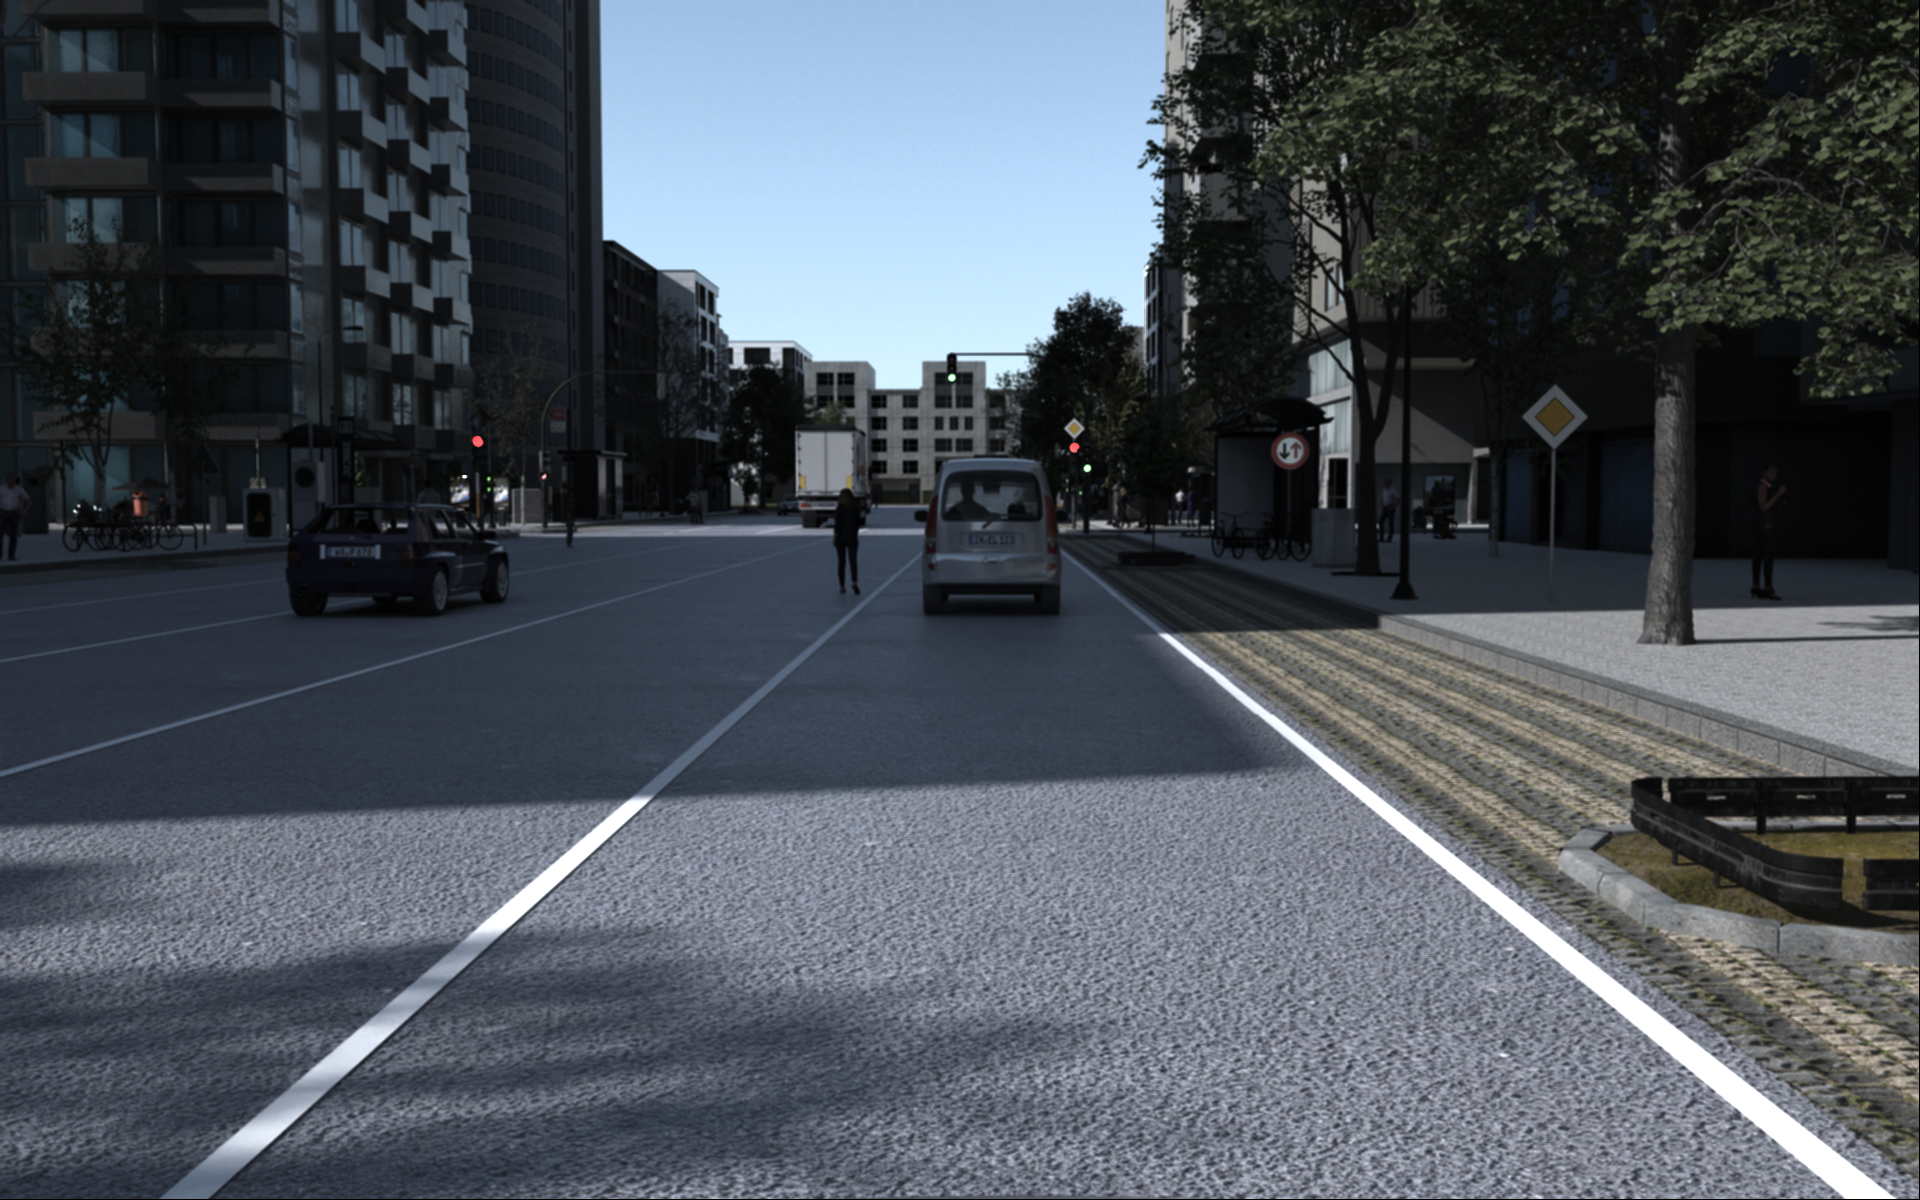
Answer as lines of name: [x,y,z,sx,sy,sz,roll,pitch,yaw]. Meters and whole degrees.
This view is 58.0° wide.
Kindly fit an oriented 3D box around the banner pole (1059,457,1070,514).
banner pole: [6.906,-7.601,114.293,0.863,3.779,0.401,-1,4,-9]

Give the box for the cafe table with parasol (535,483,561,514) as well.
cafe table with parasol: [-26.474,-6.486,110.916,2.610,1.966,2.610,3,5,39]

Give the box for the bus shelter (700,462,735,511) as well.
bus shelter: [-18.182,-8.481,129.951,1.731,3.624,6.357,0,4,1]

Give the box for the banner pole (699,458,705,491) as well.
banner pole: [-18.083,-8.042,121.504,0.401,3.779,0.863,1,4,20]

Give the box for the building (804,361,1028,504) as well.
building: [-4.870,-22.778,238.884,31.486,18.905,16.747,0,4,1]

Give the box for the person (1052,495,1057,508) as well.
person: [8.239,-8.890,152.121,0.721,1.736,1.217,-1,4,-18]

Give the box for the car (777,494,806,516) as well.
car: [-11.090,-6.362,115.812,2.131,1.459,4.920,0,4,1]

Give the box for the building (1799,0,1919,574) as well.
building: [21.190,-20.907,25.432,14.154,41.232,14.086,0,4,1]

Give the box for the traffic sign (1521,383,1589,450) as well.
traffic sign: [7.085,-1.278,20.625,0.795,2.593,0.064,0,4,3]

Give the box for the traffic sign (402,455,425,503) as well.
traffic sign: [-17.925,-3.466,56.768,0.768,2.556,0.104,0,4,3]

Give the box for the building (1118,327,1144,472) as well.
building: [25.321,-19.864,191.233,16.747,18.905,31.486,0,4,1]

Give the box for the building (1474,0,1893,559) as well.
building: [21.002,-23.818,39.543,14.600,45.320,14.200,0,4,1]

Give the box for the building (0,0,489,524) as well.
building: [-38.009,-28.530,86.072,23.786,49.044,30.456,0,4,1]

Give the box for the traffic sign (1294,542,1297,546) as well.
traffic sign: [8.267,-2.607,42.629,0.884,2.594,0.081,1,4,10]

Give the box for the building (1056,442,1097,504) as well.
building: [25.291,-17.942,235.498,28.070,9.664,9.099,0,4,1]

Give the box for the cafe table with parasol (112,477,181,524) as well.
cafe table with parasol: [-33.068,-4.012,70.466,2.610,1.966,2.610,0,4,4]

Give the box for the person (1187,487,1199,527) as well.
person: [9.013,-3.577,66.897,0.546,1.535,0.453,-3,5,-41]

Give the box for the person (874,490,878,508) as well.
person: [-8.550,-10.254,176.177,0.705,1.821,1.348,0,4,-7]

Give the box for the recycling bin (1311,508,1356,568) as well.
recycling bin: [6.580,-1.101,30.558,0.722,1.027,0.722,1,4,9]

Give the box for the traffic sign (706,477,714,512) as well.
traffic sign: [-18.153,-7.735,126.580,0.768,2.556,0.104,0,4,3]

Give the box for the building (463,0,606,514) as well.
building: [-39.164,-35.576,123.666,21.231,58.520,28.212,0,4,1]

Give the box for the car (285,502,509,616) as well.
car: [-6.914,-0.556,21.675,1.945,1.354,3.894,0,4,2]

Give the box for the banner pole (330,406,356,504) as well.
banner pole: [-17.564,-3.619,49.191,0.863,3.779,0.401,0,4,1]

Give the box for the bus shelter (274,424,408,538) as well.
bus shelter: [-18.651,-3.588,52.591,2.014,3.302,5.546,0,4,1]

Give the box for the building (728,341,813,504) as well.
building: [-38.138,-24.552,245.401,32.646,21.610,27.936,0,4,1]

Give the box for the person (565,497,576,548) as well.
person: [-10.391,-2.070,46.256,0.340,1.345,0.435,-2,4,-34]

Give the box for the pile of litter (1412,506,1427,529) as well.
pile of litter: [16.713,-3.068,64.132,1.176,0.858,1.719,3,5,40]

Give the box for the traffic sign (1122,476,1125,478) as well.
traffic sign: [8.622,-5.419,90.731,0.606,2.300,0.079,0,4,3]

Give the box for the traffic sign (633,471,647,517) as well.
traffic sign: [-17.588,-5.812,95.140,0.768,2.556,0.104,0,4,2]

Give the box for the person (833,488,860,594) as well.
person: [-1.598,-0.853,24.993,0.480,1.512,0.613,-3,5,-40]

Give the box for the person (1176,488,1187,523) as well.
person: [9.699,-4.166,76.370,0.614,1.554,0.590,3,5,41]

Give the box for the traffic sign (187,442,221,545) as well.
traffic sign: [-18.959,-2.655,43.417,0.884,2.594,0.081,0,4,5]

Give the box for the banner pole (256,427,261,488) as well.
banner pole: [-26.344,-4.588,65.037,0.401,3.779,0.863,-2,4,-29]

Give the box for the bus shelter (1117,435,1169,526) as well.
bus shelter: [7.585,-4.926,71.826,1.731,3.624,6.357,0,4,1]

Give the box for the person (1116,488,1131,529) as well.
person: [6.063,-3.389,63.991,0.480,1.512,0.613,2,4,33]

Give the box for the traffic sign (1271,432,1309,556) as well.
traffic sign: [6.775,-2.171,35.598,0.768,2.556,0.104,1,4,9]

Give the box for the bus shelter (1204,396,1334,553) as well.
bus shelter: [6.782,-2.734,38.623,2.014,3.302,5.546,0,4,1]

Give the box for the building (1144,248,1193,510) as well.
building: [30.573,-19.256,158.812,27.936,21.610,32.646,0,4,1]

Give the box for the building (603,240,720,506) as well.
building: [-38.080,-19.095,156.185,27.936,21.610,32.646,0,4,1]

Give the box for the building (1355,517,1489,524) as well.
building: [29.300,-30.265,84.066,27.495,52.752,28.713,0,4,1]

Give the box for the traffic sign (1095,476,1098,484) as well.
traffic sign: [9.002,-6.742,110.344,0.768,2.556,0.104,0,4,2]

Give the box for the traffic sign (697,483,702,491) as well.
traffic sign: [-17.941,-7.219,118.131,0.768,2.556,0.104,0,4,6]

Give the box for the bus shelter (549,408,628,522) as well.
bus shelter: [-18.060,-6.489,83.727,2.179,5.291,8.768,0,4,1]

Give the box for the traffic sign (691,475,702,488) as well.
traffic sign: [-17.701,-7.107,116.302,0.768,2.556,0.104,0,4,4]

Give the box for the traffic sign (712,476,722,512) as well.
traffic sign: [-16.962,-7.389,120.908,0.768,2.556,0.104,0,4,5]

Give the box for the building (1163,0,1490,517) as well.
building: [29.344,-32.712,124.082,28.713,52.752,27.495,0,4,1]

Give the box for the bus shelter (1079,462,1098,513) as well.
bus shelter: [8.460,-7.491,113.766,1.731,3.624,6.357,0,4,1]

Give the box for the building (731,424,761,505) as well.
building: [-37.864,-16.045,204.477,28.070,9.664,9.099,0,4,1]

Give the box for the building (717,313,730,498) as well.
building: [-31.884,-19.685,178.277,16.016,20.091,11.380,0,4,1]
